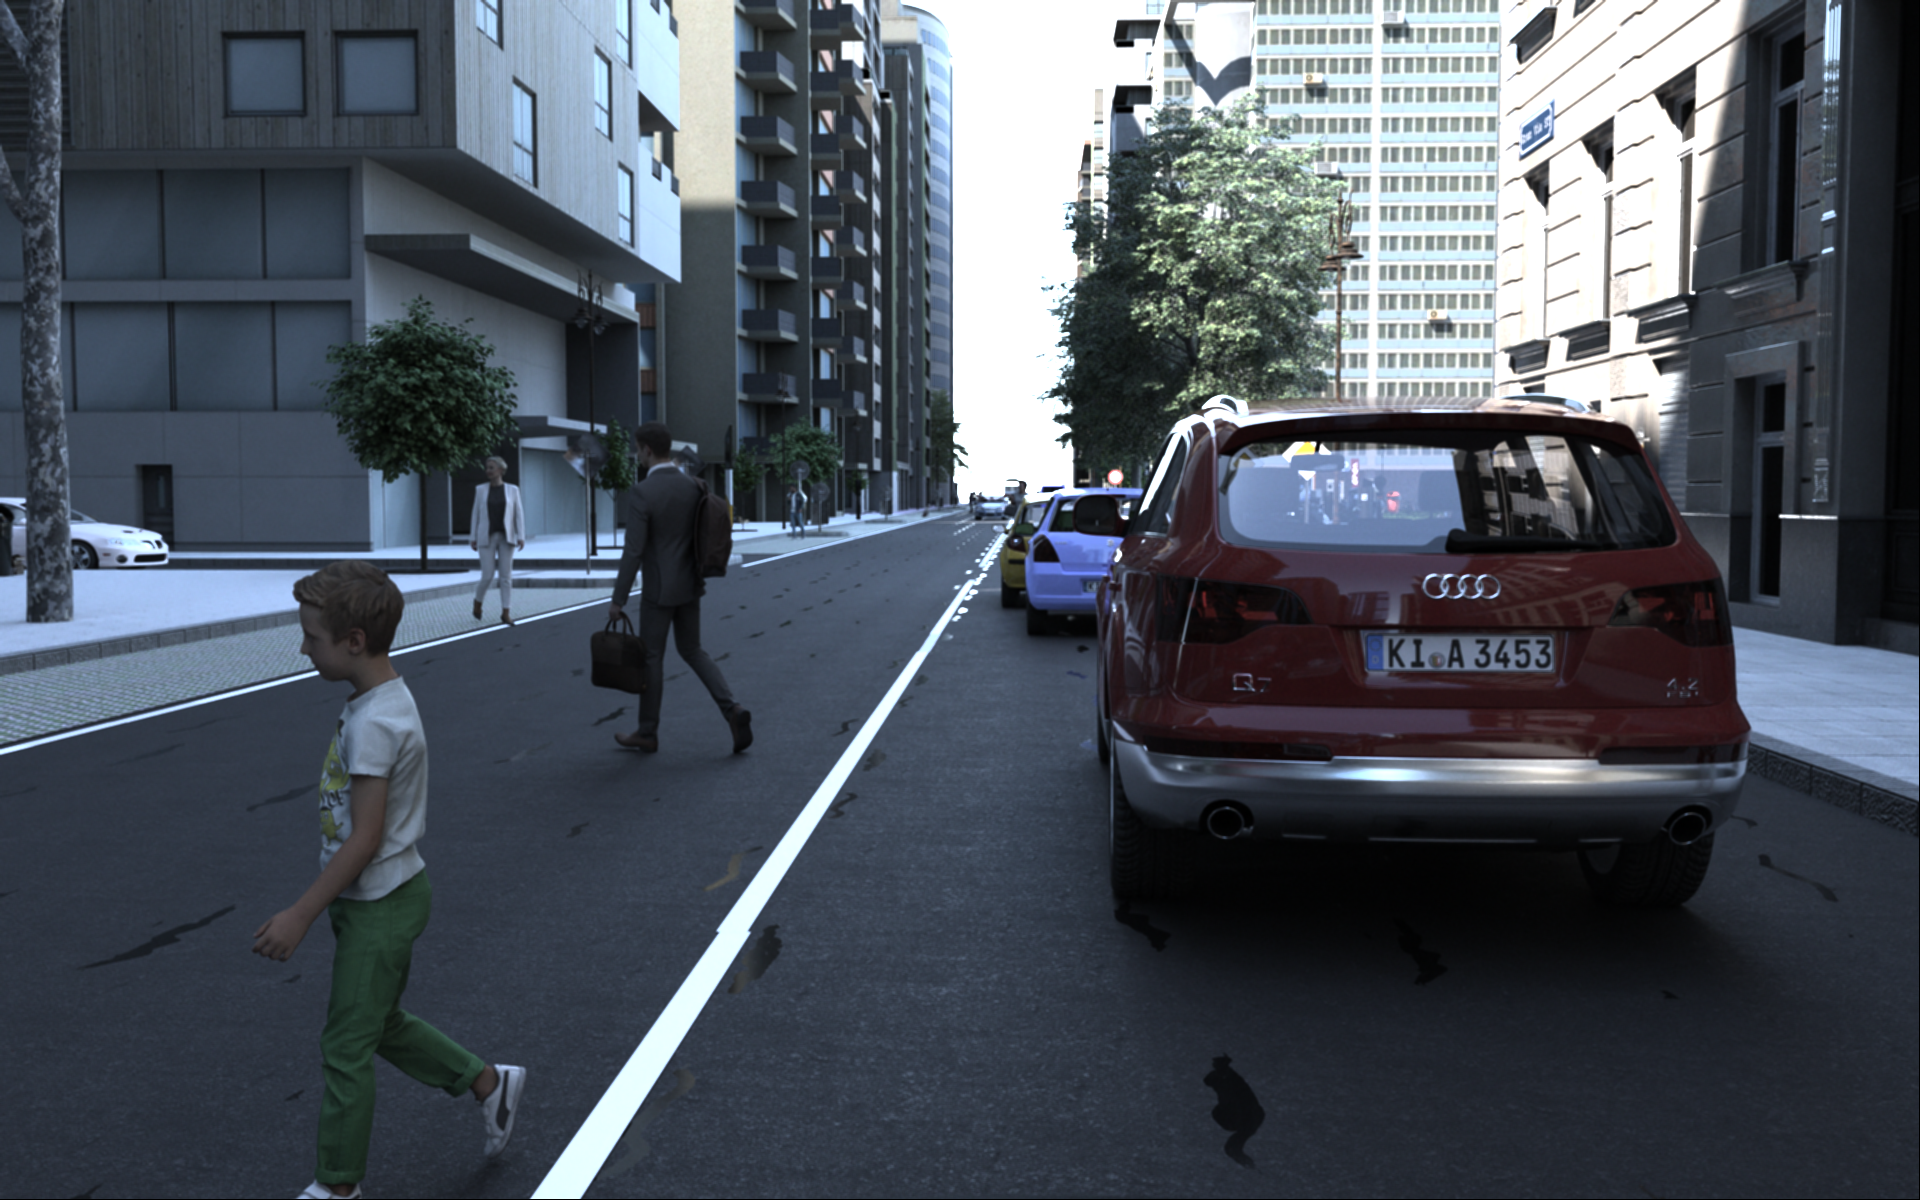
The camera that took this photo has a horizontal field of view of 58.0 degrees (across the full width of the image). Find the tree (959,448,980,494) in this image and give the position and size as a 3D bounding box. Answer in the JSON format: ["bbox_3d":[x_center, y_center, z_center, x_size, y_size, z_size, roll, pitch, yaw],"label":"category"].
[{"bbox_3d":[1.471,-19.379,267.203,4.360,8.622,3.978,0,3,0],"label":"tree"}]

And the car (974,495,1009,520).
[{"bbox_3d":[1.792,-5.224,97.412,2.014,1.417,4.499,0,4,4],"label":"car"}]

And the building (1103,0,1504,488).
[{"bbox_3d":[27.145,-26.822,130.423,32.217,40.220,23.993,0,4,2],"label":"building"}]

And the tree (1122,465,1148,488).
[{"bbox_3d":[9.796,-6.323,97.979,1.663,3.219,1.824,0,3,0],"label":"tree"}]

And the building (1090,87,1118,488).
[{"bbox_3d":[20.390,-30.200,177.369,14.154,41.232,14.086,0,4,2],"label":"building"}]

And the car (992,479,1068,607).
[{"bbox_3d":[1.427,-0.802,23.336,2.015,1.641,3.980,0,4,3],"label":"car"}]

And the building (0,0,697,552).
[{"bbox_3d":[-23.573,-28.137,49.286,28.713,52.752,27.495,0,4,2],"label":"building"}]

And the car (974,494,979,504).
[{"bbox_3d":[2.865,-13.879,237.147,2.015,1.641,3.980,0,4,4],"label":"car"}]

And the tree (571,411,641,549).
[{"bbox_3d":[-8.047,-2.821,40.721,1.663,3.219,1.824,0,3,0],"label":"tree"}]

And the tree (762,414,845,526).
[{"bbox_3d":[-6.372,-5.322,70.729,4.285,4.588,4.351,0,3,0],"label":"tree"}]

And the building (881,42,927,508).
[{"bbox_3d":[-10.430,-28.711,153.027,14.154,41.232,14.086,0,4,2],"label":"building"}]

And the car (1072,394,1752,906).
[{"bbox_3d":[1.635,0.064,7.620,2.281,1.827,5.304,0,4,4],"label":"car"}]

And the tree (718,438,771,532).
[{"bbox_3d":[-7.546,-3.983,59.723,1.663,3.219,1.824,0,3,0],"label":"tree"}]

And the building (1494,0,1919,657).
[{"bbox_3d":[13.008,-13.180,12.755,12.463,27.353,25.104,0,4,2],"label":"building"}]

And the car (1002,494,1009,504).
[{"bbox_3d":[4.887,-11.994,208.103,2.014,1.417,4.499,0,4,0],"label":"car"}]

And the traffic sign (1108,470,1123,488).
[{"bbox_3d":[8.112,-5.524,90.422,0.768,2.556,0.104,1,4,11],"label":"traffic sign"}]

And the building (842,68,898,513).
[{"bbox_3d":[-11.806,-21.205,118.405,14.160,30.474,14.107,0,4,2],"label":"building"}]

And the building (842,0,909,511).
[{"bbox_3d":[-14.551,-42.612,134.950,20.563,71.187,20.611,0,4,2],"label":"building"}]

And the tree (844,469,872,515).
[{"bbox_3d":[-6.566,-6.980,108.729,1.663,3.219,1.824,0,3,0],"label":"tree"}]

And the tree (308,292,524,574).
[{"bbox_3d":[-8.890,-2.728,28.311,4.285,4.588,4.351,0,3,0],"label":"tree"}]

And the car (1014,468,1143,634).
[{"bbox_3d":[1.556,-0.572,18.952,1.945,1.707,3.694,0,4,2],"label":"car"}]

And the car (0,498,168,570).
[{"bbox_3d":[-16.682,-1.138,30.973,4.827,1.381,2.083,0,4,4],"label":"car"}]

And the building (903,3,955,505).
[{"bbox_3d":[-11.789,-40.775,208.676,21.231,58.520,28.212,0,4,2],"label":"building"}]

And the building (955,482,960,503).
[{"bbox_3d":[-16.413,-34.117,249.700,32.217,40.220,23.993,0,4,2],"label":"building"}]

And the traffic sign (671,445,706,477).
[{"bbox_3d":[-5.594,-1.950,35.523,0.795,2.450,0.064,0,4,2],"label":"traffic sign"}]

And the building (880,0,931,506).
[{"bbox_3d":[-14.156,-33.460,170.780,21.300,48.544,21.600,0,4,2],"label":"building"}]

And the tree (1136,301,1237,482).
[{"bbox_3d":[8.317,-6.962,64.188,4.360,8.622,3.978,0,3,0],"label":"tree"}]

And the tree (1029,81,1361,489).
[{"bbox_3d":[7.500,-8.993,53.696,9.857,13.997,8.962,0,3,0],"label":"tree"}]

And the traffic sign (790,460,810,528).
[{"bbox_3d":[-6.072,-4.007,65.626,0.768,2.556,0.104,0,4,4],"label":"traffic sign"}]

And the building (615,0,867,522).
[{"bbox_3d":[-16.655,-26.683,90.894,22.147,44.769,28.867,0,4,2],"label":"building"}]

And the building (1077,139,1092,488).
[{"bbox_3d":[25.534,-33.985,210.282,22.147,44.769,28.867,0,4,2],"label":"building"}]

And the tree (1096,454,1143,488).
[{"bbox_3d":[10.484,-7.784,110.978,4.285,4.588,4.351,0,3,0],"label":"tree"}]

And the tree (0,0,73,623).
[{"bbox_3d":[-10.189,-9.912,17.954,12.611,20.169,13.585,0,3,0],"label":"tree"}]

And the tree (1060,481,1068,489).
[{"bbox_3d":[15.843,-16.594,265.915,1.663,3.219,1.824,0,3,0],"label":"tree"}]

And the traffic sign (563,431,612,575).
[{"bbox_3d":[-5.920,-1.462,27.544,0.795,2.450,0.064,0,4,2],"label":"traffic sign"}]

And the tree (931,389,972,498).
[{"bbox_3d":[-2.480,-16.448,187.057,7.486,12.596,7.792,0,3,0],"label":"tree"}]

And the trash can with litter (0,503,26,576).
[{"bbox_3d":[-15.139,-0.968,27.221,0.624,1.170,1.055,-1,4,-10],"label":"trash can with litter"}]

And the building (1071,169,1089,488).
[{"bbox_3d":[22.345,-35.629,232.640,14.600,45.320,14.200,0,4,2],"label":"building"}]

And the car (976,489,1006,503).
[{"bbox_3d":[2.301,-7.388,129.459,2.281,1.827,5.304,0,4,0],"label":"car"}]

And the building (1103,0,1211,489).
[{"bbox_3d":[26.882,-34.653,155.807,28.713,52.752,27.495,0,4,2],"label":"building"}]
